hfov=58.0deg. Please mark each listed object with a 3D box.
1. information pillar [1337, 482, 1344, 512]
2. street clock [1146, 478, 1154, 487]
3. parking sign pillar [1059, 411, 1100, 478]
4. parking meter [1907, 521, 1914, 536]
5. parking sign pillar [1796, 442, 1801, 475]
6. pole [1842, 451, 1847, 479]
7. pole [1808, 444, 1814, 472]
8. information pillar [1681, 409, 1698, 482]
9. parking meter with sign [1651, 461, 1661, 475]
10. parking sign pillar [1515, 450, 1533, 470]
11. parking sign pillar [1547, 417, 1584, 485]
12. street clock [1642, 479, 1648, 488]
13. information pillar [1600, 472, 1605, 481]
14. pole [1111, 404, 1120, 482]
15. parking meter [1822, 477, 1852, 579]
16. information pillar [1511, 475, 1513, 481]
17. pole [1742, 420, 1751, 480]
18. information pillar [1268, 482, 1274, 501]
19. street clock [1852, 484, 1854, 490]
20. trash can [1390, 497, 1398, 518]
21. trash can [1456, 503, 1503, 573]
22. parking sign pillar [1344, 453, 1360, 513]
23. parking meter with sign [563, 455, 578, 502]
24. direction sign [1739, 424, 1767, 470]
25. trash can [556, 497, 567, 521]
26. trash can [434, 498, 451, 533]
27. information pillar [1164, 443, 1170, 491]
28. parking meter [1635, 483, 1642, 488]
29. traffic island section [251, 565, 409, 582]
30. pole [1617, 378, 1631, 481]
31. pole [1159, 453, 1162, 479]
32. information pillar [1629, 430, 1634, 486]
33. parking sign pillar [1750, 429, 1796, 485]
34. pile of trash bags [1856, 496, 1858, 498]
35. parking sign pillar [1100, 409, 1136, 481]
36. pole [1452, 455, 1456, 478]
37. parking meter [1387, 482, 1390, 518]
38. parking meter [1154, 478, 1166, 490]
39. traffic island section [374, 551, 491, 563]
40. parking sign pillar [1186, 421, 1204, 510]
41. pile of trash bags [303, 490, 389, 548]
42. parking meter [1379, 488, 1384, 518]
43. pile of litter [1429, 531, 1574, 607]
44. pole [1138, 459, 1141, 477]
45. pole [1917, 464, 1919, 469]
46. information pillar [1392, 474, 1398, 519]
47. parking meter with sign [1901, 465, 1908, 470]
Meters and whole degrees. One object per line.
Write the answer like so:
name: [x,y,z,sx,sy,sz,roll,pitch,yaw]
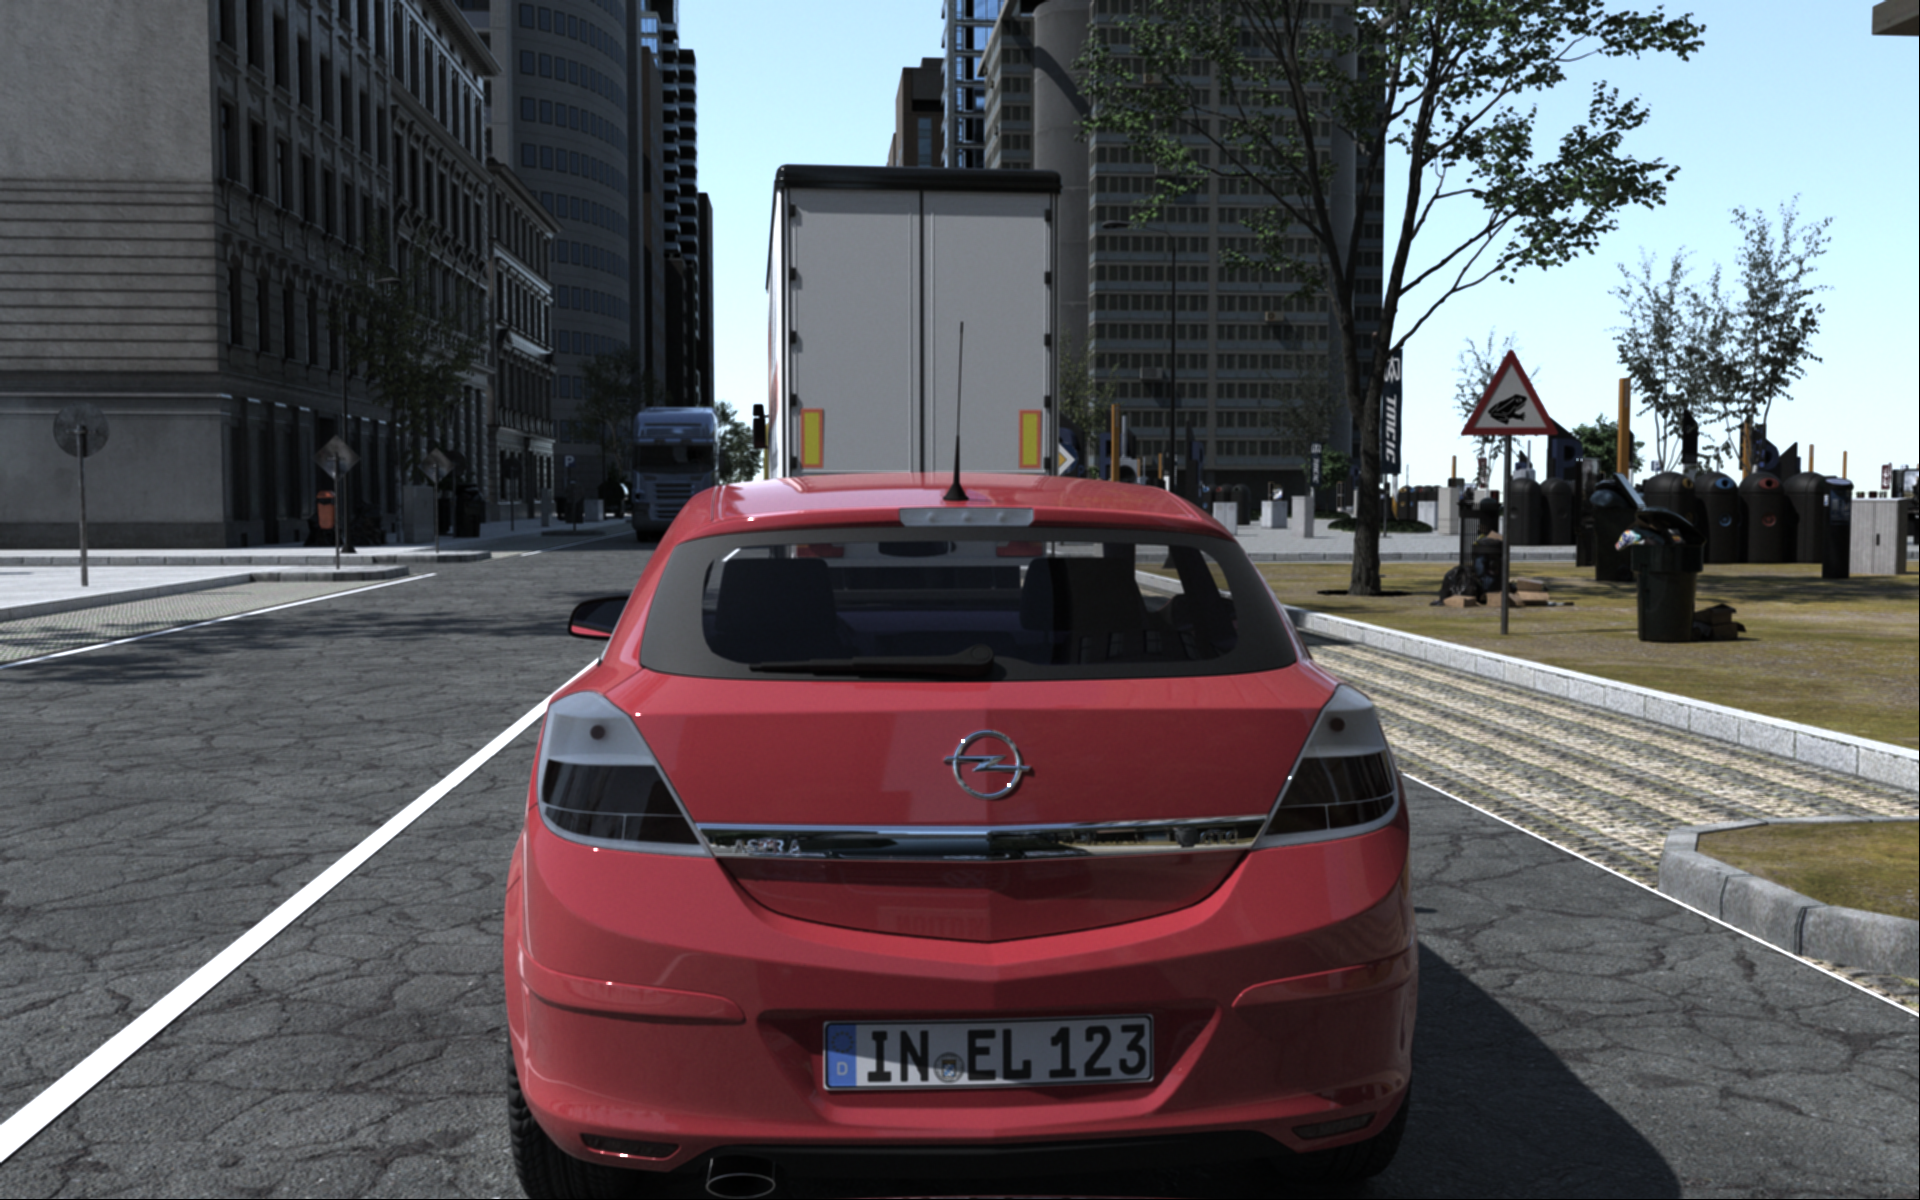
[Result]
information pillar: [23.151,-6.167,105.317,0.304,2.012,0.304,-3,4,-39]
street clock: [8.672,-4.528,78.599,0.471,2.002,0.358,-2,4,-31]
parking sign pillar: [2.974,-3.782,50.307,1.447,3.967,1.447,3,4,37]
parking meter: [29.020,-2.889,52.939,0.399,1.863,0.255,0,3,0]
parking sign pillar: [43.141,-6.224,90.233,1.447,3.967,1.447,-1,4,-18]
pole: [41.853,-5.391,81.991,0.158,3.312,0.155,0,3,0]
pole: [34.846,-4.717,70.967,0.158,3.312,0.155,0,3,0]
information pillar: [20.022,-3.439,47.579,0.504,3.616,0.183,-1,4,-21]
parking meter with sign: [36.319,-5.700,89.450,0.543,3.016,1.738,0,4,-2]
parking sign pillar: [34.324,-7.158,105.511,1.447,3.967,1.447,-1,4,-13]
parking sign pillar: [21.337,-4.432,60.933,1.447,3.967,1.447,-1,4,-14]
street clock: [33.360,-4.877,84.316,0.358,2.002,0.471,2,4,32]
information pillar: [21.160,-3.238,57.440,0.304,2.012,0.304,-1,4,-11]
pole: [3.531,-2.783,39.346,0.158,3.312,0.155,0,3,0]
parking meter: [13.339,-1.097,26.342,0.372,1.533,0.369,0,3,0]
information pillar: [21.584,-3.869,67.752,0.304,2.012,0.304,0,4,6]
pole: [21.548,-3.280,47.467,0.158,3.312,0.155,0,3,0]
information pillar: [19.489,-6.360,108.485,0.304,2.012,0.304,0,4,-3]
street clock: [59.551,-6.812,115.949,0.358,2.002,0.471,-1,4,-11]
trash can: [22.254,-4.732,89.025,0.748,1.137,0.748,0,3,0]
trash can: [8.467,-1.014,28.234,0.748,1.137,0.748,0,3,0]
parking sign pillar: [26.137,-7.748,115.160,1.447,3.967,1.447,3,4,36]
parking meter with sign: [-17.165,-4.913,76.583,0.543,3.016,1.738,-1,4,-19]
direction sign: [25.686,-3.926,56.183,0.379,3.537,0.876,-3,4,-36]
trash can: [-19.178,-4.412,83.787,0.748,1.137,0.748,0,3,0]
trash can: [-17.028,-2.755,56.695,0.748,1.137,0.748,0,3,0]
information pillar: [9.482,-5.376,79.246,0.183,3.616,0.504,-2,4,-25]
parking meter: [37.027,-5.427,94.440,0.399,1.863,0.255,2,4,26]
traffic island section: [-10.629,-0.444,29.540,2.009,0.180,2.903,0,4,-5]
pole: [11.693,-2.245,30.553,0.158,3.312,0.155,0,3,0]
pole: [10.019,-5.678,86.681,0.158,3.312,0.155,0,3,0]
information pillar: [21.703,-3.979,56.411,0.183,3.616,0.504,-2,4,-26]
parking sign pillar: [31.375,-4.842,67.632,1.447,3.967,1.447,-1,4,-14]
pile of trash bags: [34.219,-3.404,65.416,3.447,1.369,1.912,0,4,-5]
parking sign pillar: [4.965,-4.047,54.644,1.447,3.967,1.447,-3,4,-36]
pole: [26.100,-5.977,91.562,0.158,3.312,0.155,0,3,0]
parking meter: [21.204,-4.914,86.049,0.255,1.863,0.399,2,4,25]
parking meter: [7.326,-3.532,63.458,0.399,1.863,0.255,-2,4,-26]
traffic island section: [-11.334,-0.930,37.494,2.009,0.180,2.903,0,4,-5]
parking sign pillar: [8.722,-4.642,64.367,1.447,3.967,1.447,1,4,19]
pile of trash bags: [-15.303,-2.021,42.801,1.912,1.369,3.447,0,4,-8]
parking meter: [16.346,-3.595,67.183,0.372,1.533,0.369,0,3,0]
pile of litter: [6.279,-0.371,20.024,1.719,0.858,1.176,0,4,7]
pole: [10.346,-6.510,100.285,0.158,3.312,0.155,0,3,0]
pole: [64.031,-7.459,115.799,0.158,3.312,0.155,0,3,0]
information pillar: [19.933,-5.381,79.336,0.183,3.616,0.504,0,4,-7]
parking meter with sign: [57.275,-6.570,103.673,1.738,3.016,0.543,0,4,-6]
